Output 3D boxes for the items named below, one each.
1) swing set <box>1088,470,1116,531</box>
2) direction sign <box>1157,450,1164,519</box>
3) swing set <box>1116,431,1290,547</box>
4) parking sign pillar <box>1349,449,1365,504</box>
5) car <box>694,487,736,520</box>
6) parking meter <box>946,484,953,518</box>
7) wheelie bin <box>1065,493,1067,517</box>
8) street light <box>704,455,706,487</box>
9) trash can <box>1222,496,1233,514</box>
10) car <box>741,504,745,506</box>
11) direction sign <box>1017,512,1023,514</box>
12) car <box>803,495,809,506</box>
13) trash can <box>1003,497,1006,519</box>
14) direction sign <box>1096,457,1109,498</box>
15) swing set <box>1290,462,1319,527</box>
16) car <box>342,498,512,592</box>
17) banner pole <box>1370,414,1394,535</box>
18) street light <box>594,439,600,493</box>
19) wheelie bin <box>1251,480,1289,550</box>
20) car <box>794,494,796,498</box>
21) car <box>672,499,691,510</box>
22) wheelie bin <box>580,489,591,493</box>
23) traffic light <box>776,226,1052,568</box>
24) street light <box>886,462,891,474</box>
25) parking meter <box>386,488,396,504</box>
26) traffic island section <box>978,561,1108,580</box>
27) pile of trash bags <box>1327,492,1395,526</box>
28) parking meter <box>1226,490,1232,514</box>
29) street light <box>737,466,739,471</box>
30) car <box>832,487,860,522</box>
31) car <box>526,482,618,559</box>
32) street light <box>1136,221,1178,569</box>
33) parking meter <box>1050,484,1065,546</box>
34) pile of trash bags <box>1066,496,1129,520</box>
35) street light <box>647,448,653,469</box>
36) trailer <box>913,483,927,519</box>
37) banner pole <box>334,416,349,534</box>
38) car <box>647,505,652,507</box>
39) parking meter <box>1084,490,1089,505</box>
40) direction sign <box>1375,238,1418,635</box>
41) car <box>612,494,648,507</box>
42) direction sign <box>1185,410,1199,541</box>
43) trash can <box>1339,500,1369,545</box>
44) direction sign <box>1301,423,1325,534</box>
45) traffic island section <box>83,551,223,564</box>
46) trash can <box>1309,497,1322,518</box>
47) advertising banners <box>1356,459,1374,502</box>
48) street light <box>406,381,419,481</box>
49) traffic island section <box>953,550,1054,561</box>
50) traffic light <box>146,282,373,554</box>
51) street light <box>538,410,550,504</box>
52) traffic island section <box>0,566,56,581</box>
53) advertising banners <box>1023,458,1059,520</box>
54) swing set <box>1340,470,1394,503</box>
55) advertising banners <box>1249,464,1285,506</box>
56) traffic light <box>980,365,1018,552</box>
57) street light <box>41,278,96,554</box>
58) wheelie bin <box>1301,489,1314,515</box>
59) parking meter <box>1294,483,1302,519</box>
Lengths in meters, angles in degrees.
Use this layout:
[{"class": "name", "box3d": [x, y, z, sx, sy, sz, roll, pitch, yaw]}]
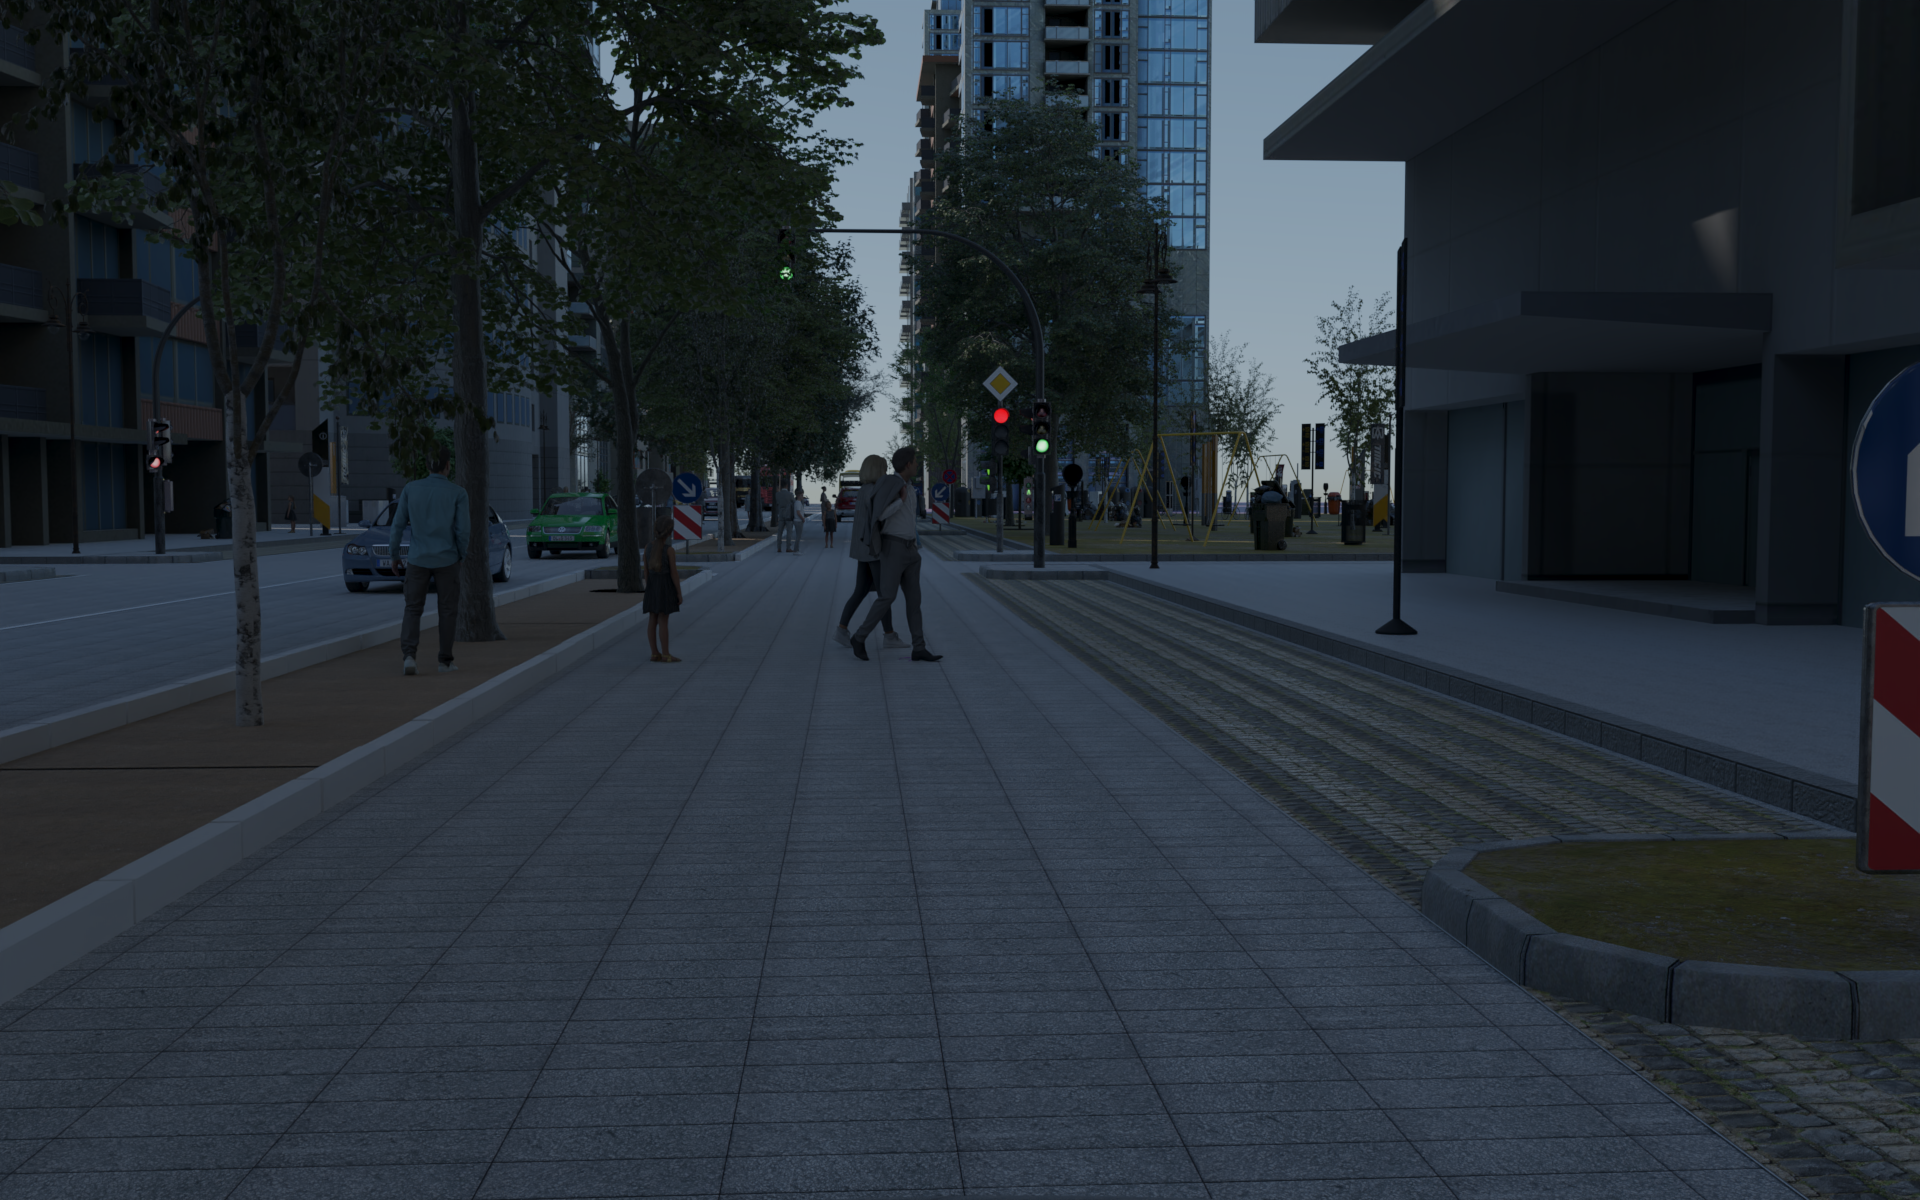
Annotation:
[{"class": "swing set", "box3d": [6.101, -3.926, 61.813, 2.862, 2.851, 3.119, 0, 4, 0]}, {"class": "direction sign", "box3d": [10.305, -5.967, 89.557, 0.379, 3.537, 0.876, 3, 5, 40]}, {"class": "swing set", "box3d": [6.181, -2.848, 44.177, 2.862, 2.851, 3.119, -3, 5, -41]}, {"class": "parking sign pillar", "box3d": [23.752, -7.040, 103.572, 1.447, 3.967, 1.447, 3, 4, 38]}, {"class": "car", "box3d": [-13.351, -5.252, 94.538, 2.281, 1.827, 5.304, 0, 4, -4]}, {"class": "parking meter", "box3d": [-0.575, -5.295, 92.289, 0.255, 1.863, 0.399, -3, 5, -42]}, {"class": "wheelie bin", "box3d": [5.595, -5.531, 98.337, 0.980, 1.594, 0.693, -2, 4, -27]}, {"class": "street light", "box3d": [-28.979, -13.714, 197.016, 0.468, 5.910, 1.993, 0, 4, -4]}, {"class": "trash can", "box3d": [17.519, -6.228, 113.480, 0.748, 1.137, 0.748, 0, 3, 0]}, {"class": "car", "box3d": [-24.879, -11.832, 203.682, 2.015, 1.641, 3.980, 0, 4, -4]}, {"class": "direction sign", "box3d": [3.922, -7.373, 112.551, 0.379, 3.537, 0.876, -1, 4, -21]}, {"class": "car", "box3d": [-19.104, -12.003, 208.835, 1.945, 1.354, 3.894, 0, 4, -2]}, {"class": "trash can", "box3d": [2.294, -4.652, 87.714, 0.748, 1.137, 0.748, 0, 3, 0]}, {"class": "direction sign", "box3d": [8.671, -6.940, 105.468, 0.876, 3.537, 0.379, -1, 4, -19]}, {"class": "swing set", "box3d": [12.463, -4.385, 69.308, 2.862, 2.851, 3.119, -1, 4, -8]}, {"class": "car", "box3d": [-8.158, -0.910, 26.875, 2.014, 1.417, 4.499, 0, 4, -3]}, {"class": "banner pole", "box3d": [13.169, -3.915, 54.021, 0.863, 3.779, 0.401, 0, 4, -7]}, {"class": "street light", "box3d": [-23.966, -8.675, 114.616, 0.468, 5.910, 1.993, 0, 4, -4]}, {"class": "wheelie bin", "box3d": [7.069, -1.936, 39.556, 0.693, 1.594, 0.980, -1, 4, -23]}, {"class": "car", "box3d": [-15.870, -9.281, 163.742, 2.014, 1.417, 4.499, 0, 4, -4]}, {"class": "car", "box3d": [-23.534, -8.248, 145.071, 2.015, 1.641, 3.980, 0, 4, -4]}, {"class": "wheelie bin", "box3d": [-24.207, -6.363, 111.942, 0.980, 1.594, 0.693, 0, 4, 2]}, {"class": "traffic light", "box3d": [-0.731, -3.370, 29.767, 4.771, 5.953, 1.251, 0, 4, -4]}, {"class": "street light", "box3d": [-9.863, -16.527, 243.007, 0.468, 5.910, 1.993, 0, 4, -4]}, {"class": "parking meter", "box3d": [-22.564, -3.689, 68.720, 0.372, 1.533, 0.369, 0, 3, 0]}, {"class": "traffic island section", "box3d": [1.392, -0.481, 30.153, 2.009, 0.180, 2.903, 0, 4, -4]}, {"class": "pile of trash bags", "box3d": [16.208, -3.702, 70.276, 3.447, 1.369, 1.912, -2, 4, -33]}, {"class": "parking meter", "box3d": [16.998, -6.184, 109.526, 0.372, 1.533, 0.369, 0, 3, 0]}, {"class": "street light", "box3d": [-32.580, -17.230, 254.503, 0.468, 5.910, 1.993, 0, 4, -4]}, {"class": "car", "box3d": [-5.462, -4.947, 89.555, 2.281, 1.827, 5.304, 0, 4, -5]}, {"class": "car", "box3d": [-8.779, -1.899, 39.844, 1.959, 1.807, 4.718, 0, 4, -3]}, {"class": "street light", "box3d": [3.353, -3.480, 29.690, 0.468, 5.910, 1.993, 0, 4, -4]}, {"class": "parking meter", "box3d": [2.426, -2.133, 43.285, 0.372, 1.533, 0.369, 0, 3, 0]}, {"class": "pile of trash bags", "box3d": [6.629, -4.613, 85.176, 3.447, 1.369, 1.912, -3, 4, -36]}, {"class": "street light", "box3d": [-25.687, -10.433, 143.365, 0.468, 5.910, 1.993, 0, 4, -4]}, {"class": "trailer", "box3d": [-2.599, -5.187, 91.859, 1.471, 1.999, 3.904, 0, 4, -5]}, {"class": "banner pole", "box3d": [-19.891, -4.022, 55.777, 0.401, 3.779, 0.863, 0, 4, 8]}, {"class": "car", "box3d": [-16.832, -4.703, 89.248, 2.083, 1.381, 4.827, 0, 4, -2]}, {"class": "parking meter", "box3d": [8.247, -6.431, 113.557, 0.372, 1.533, 0.369, 0, 3, 0]}, {"class": "direction sign", "box3d": [4.010, -1.456, 15.809, 0.379, 3.537, 0.876, 1, 4, 10]}, {"class": "car", "box3d": [-15.070, -4.188, 78.266, 2.009, 1.686, 4.222, 0, 4, -4]}, {"class": "direction sign", "box3d": [6.366, -3.386, 47.352, 0.379, 3.537, 0.876, 0, 4, -1]}, {"class": "trash can", "box3d": [9.888, -1.949, 43.516, 0.748, 1.137, 0.748, 0, 3, 0]}, {"class": "direction sign", "box3d": [11.286, -3.881, 55.446, 0.379, 3.537, 0.876, -3, 5, -44]}, {"class": "traffic island section", "box3d": [-17.107, -0.901, 37.020, 2.009, 0.180, 2.903, 0, 4, -4]}, {"class": "trash can", "box3d": [18.820, -4.903, 91.811, 0.748, 1.137, 0.748, 0, 3, 0]}, {"class": "advertising banners", "box3d": [20.412, -5.552, 86.967, 2.074, 3.025, 0.090, -3, 5, -42]}, {"class": "street light", "box3d": [-20.834, -5.709, 66.136, 0.468, 5.910, 1.993, 0, 4, -4]}, {"class": "traffic island section", "box3d": [0.900, -0.969, 38.123, 2.009, 0.180, 2.903, 0, 4, -4]}, {"class": "traffic light", "box3d": [-14.984, -3.815, 37.051, 4.771, 5.953, 1.251, 0, 4, -4]}, {"class": "street light", "box3d": [-22.764, -7.467, 94.872, 0.468, 5.910, 1.993, 0, 4, -4]}, {"class": "traffic island section", "box3d": [-16.615, -0.414, 29.050, 2.009, 0.180, 2.903, 0, 4, -4]}, {"class": "advertising banners", "box3d": [3.918, -5.370, 83.993, 2.074, 3.025, 0.090, 3, 4, 37]}, {"class": "swing set", "box3d": [26.027, -6.963, 111.462, 3.119, 2.851, 2.862, -1, 4, -18]}, {"class": "advertising banners", "box3d": [17.873, -6.410, 100.999, 2.074, 3.025, 0.090, 1, 4, 16]}, {"class": "traffic light", "box3d": [0.860, -3.002, 38.006, 0.839, 4.253, 0.868, 0, 4, -4]}, {"class": "street light", "box3d": [-19.064, -3.938, 37.180, 0.468, 5.910, 1.993, 0, 4, -4]}, {"class": "wheelie bin", "box3d": [21.053, -5.941, 105.035, 0.693, 1.594, 0.980, -3, 5, -42]}, {"class": "parking meter", "box3d": [17.497, -5.143, 89.791, 0.255, 1.863, 0.399, -2, 4, -25]}]
